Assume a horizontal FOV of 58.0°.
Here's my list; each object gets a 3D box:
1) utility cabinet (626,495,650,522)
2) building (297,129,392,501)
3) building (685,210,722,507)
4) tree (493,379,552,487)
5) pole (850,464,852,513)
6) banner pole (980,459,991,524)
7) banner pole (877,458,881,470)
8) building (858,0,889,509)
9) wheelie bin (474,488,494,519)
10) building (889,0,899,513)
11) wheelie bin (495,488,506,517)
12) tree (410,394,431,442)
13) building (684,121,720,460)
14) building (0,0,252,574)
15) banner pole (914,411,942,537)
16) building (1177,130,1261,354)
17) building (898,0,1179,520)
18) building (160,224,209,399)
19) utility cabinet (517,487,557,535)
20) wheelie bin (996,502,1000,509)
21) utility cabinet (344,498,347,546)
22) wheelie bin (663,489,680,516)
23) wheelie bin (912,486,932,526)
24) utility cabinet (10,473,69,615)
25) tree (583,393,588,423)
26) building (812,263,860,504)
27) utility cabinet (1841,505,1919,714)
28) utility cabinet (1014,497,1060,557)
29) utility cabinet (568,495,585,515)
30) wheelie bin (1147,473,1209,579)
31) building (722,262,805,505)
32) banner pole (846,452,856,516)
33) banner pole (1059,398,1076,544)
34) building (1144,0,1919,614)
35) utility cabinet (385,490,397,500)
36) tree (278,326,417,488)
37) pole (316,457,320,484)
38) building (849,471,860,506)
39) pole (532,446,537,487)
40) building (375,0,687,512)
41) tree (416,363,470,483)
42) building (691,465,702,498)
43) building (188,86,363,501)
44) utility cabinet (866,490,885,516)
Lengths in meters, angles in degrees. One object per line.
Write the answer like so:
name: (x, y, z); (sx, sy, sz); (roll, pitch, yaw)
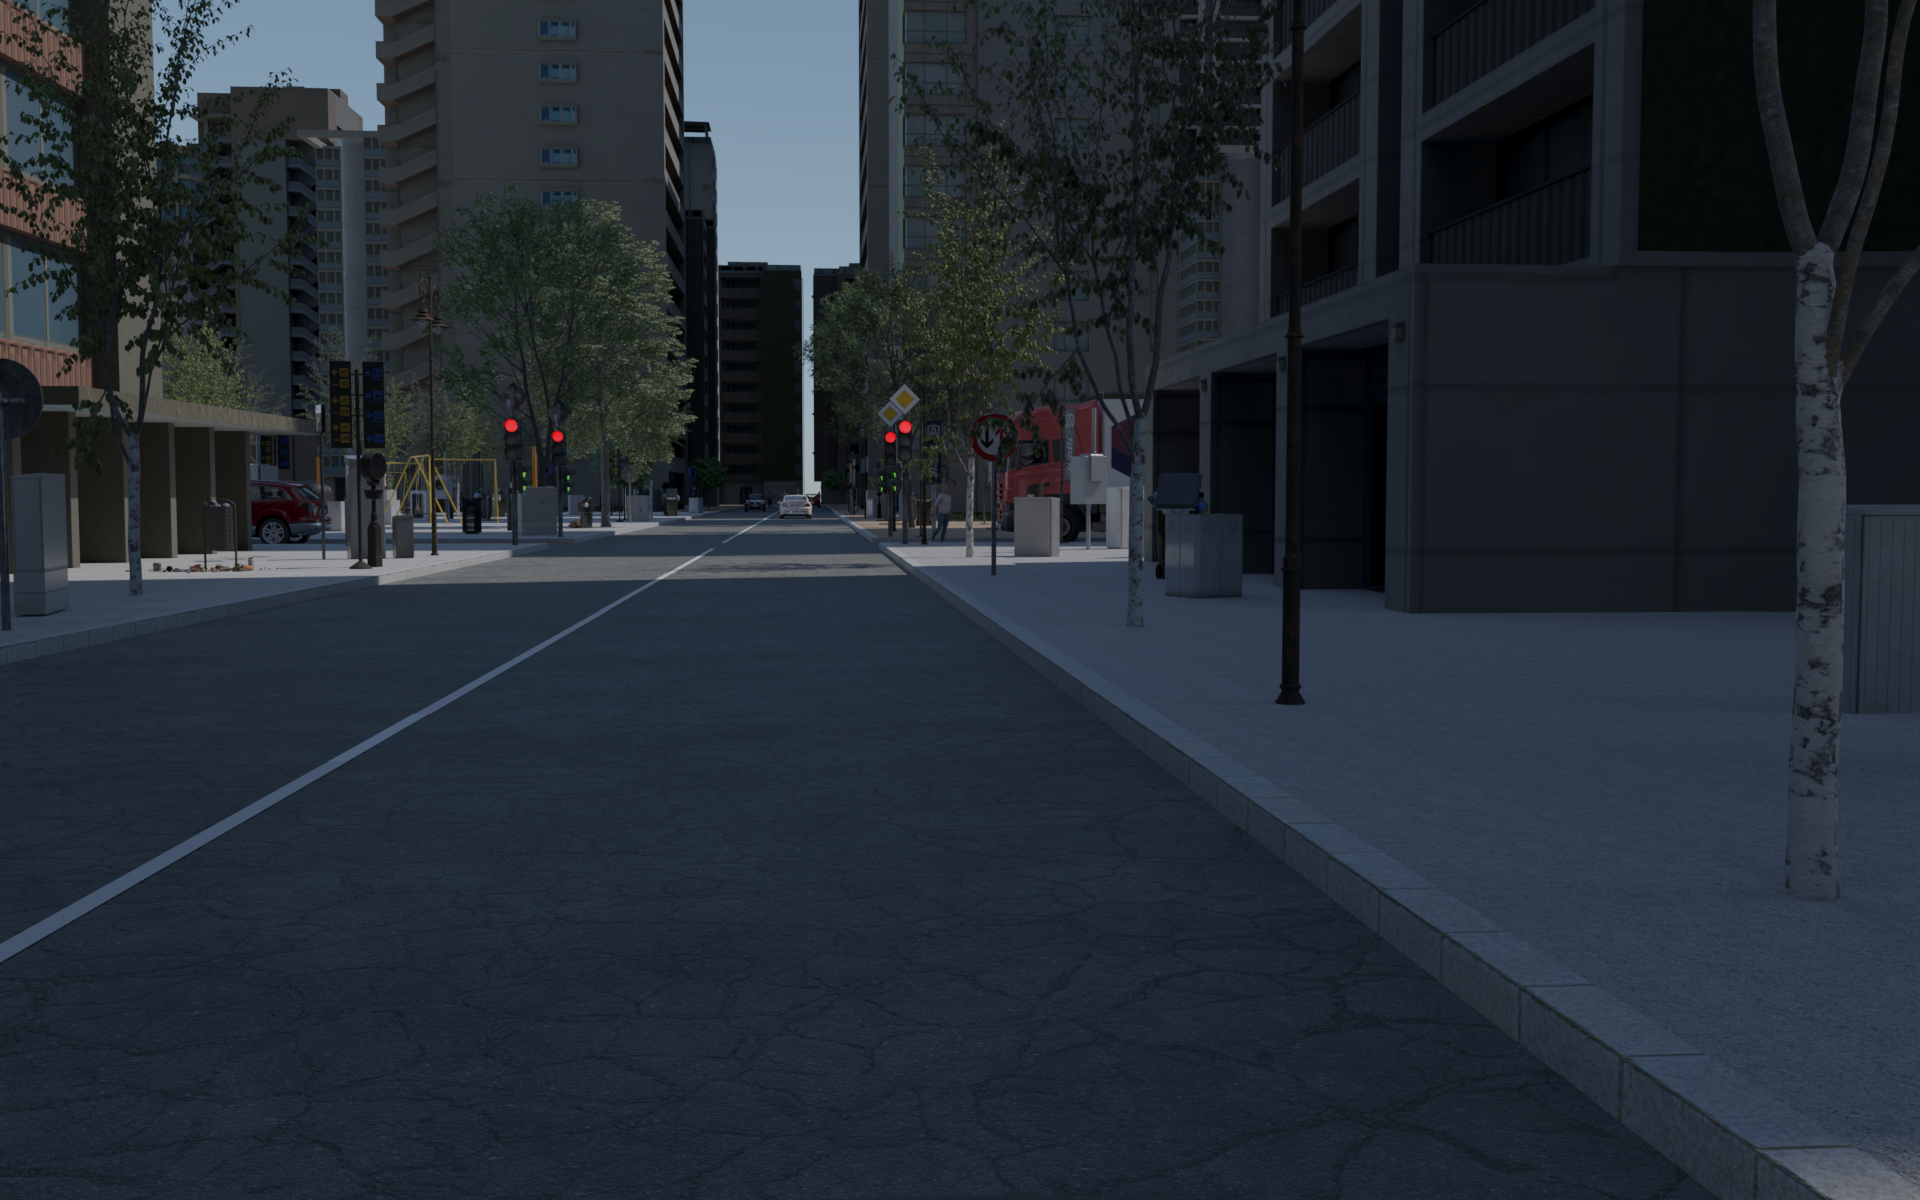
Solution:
utility cabinet: (-15.074, -4.276, 81.072); (1.020, 1.237, 0.306); (0, 4, 8)
building: (-52.398, -29.923, 181.122); (23.993, 40.220, 32.217); (0, 4, -5)
building: (-31.784, -24.623, 174.286); (14.160, 30.474, 14.107); (0, 4, -5)
tree: (-26.507, -9.552, 106.537); (4.360, 8.622, 3.978); (0, 3, 0)
pole: (-7.265, -7.458, 115.787); (0.158, 3.312, 0.155); (0, 3, 0)
banner pole: (1.202, -5.139, 74.037); (0.401, 3.779, 0.863); (-3, 5, -44)
banner pole: (-5.592, -7.945, 119.917); (0.401, 3.779, 0.863); (1, 4, 23)
building: (2.898, -31.499, 138.713); (21.300, 48.544, 21.600); (0, 4, -5)
wheelie bin: (-24.278, -4.903, 88.071); (0.693, 1.594, 0.980); (0, 4, 5)
building: (2.503, -28.446, 115.209); (14.600, 45.320, 14.200); (0, 4, -5)
wheelie bin: (-25.552, -5.390, 96.039); (0.693, 1.594, 0.980); (-2, 4, -35)
tree: (-35.645, -9.618, 107.618); (4.737, 8.622, 4.395); (0, 3, 0)
building: (-33.872, -31.076, 191.692); (14.086, 41.232, 14.154); (0, 4, -5)
building: (-28.743, -22.884, 28.776); (28.867, 44.769, 22.147); (0, 4, -5)
banner pole: (-0.946, -3.781, 51.833); (0.863, 3.779, 0.401); (0, 4, -6)
building: (34.851, -30.365, 188.344); (23.993, 40.220, 32.217); (0, 4, -5)
building: (3.615, -25.055, 93.245); (14.154, 41.232, 14.086); (0, 4, -5)
building: (-87.430, -25.423, 187.367); (14.107, 30.474, 14.160); (0, 4, -5)
utility cabinet: (-13.036, -2.739, 53.461); (1.173, 1.500, 0.318); (-3, 4, -39)
wheelie bin: (1.856, -3.972, 72.848); (0.693, 1.594, 0.980); (1, 4, 13)
utility cabinet: (-15.035, -1.970, 43.364); (0.306, 1.237, 1.020); (0, 4, 8)
wheelie bin: (-16.573, -5.599, 99.452); (0.980, 1.594, 0.693); (0, 4, -5)
wheelie bin: (-1.525, -3.802, 70.063); (0.980, 1.594, 0.693); (-1, 4, -10)
utility cabinet: (-9.893, -0.607, 18.610); (0.318, 1.500, 1.173); (-1, 4, -17)
tree: (-19.273, -9.032, 98.030); (4.737, 8.622, 4.395); (0, 3, 0)
building: (-11.681, -27.395, 219.613); (14.107, 30.474, 14.160); (0, 4, -5)
utility cabinet: (5.691, 0.054, 10.276); (1.020, 1.237, 0.306); (-1, 4, -12)
utility cabinet: (1.585, -1.498, 35.661); (1.020, 1.237, 0.306); (3, 5, 44)
utility cabinet: (-23.451, -5.798, 105.952); (1.020, 1.237, 0.306); (-3, 5, -42)
wheelie bin: (3.315, -1.122, 26.250); (0.980, 1.594, 0.693); (1, 4, 21)
building: (-26.753, -27.321, 218.395); (14.107, 30.474, 14.160); (0, 4, -5)
banner pole: (-6.347, -6.929, 103.298); (0.401, 3.779, 0.863); (-1, 4, -20)
banner pole: (2.752, -3.351, 44.810); (0.401, 3.779, 0.863); (-2, 4, -29)
building: (14.591, -35.691, 21.797); (20.563, 71.187, 20.611); (0, 4, -5)
utility cabinet: (-29.529, -4.946, 89.544); (0.318, 1.500, 1.173); (0, 4, 6)
tree: (-26.628, -7.653, 75.488); (4.360, 8.622, 3.978); (0, 3, 0)
pole: (-35.379, -6.219, 95.530); (0.158, 3.312, 0.155); (0, 3, 0)
building: (-1.824, -45.980, 190.031); (20.563, 71.187, 20.611); (0, 4, -5)
pole: (-18.093, -4.882, 73.669); (0.158, 3.312, 0.155); (0, 3, 0)
building: (-32.944, -31.278, 135.096); (21.300, 48.544, 21.600); (0, 4, -5)
tree: (-30.007, -9.047, 98.277); (4.360, 8.622, 3.978); (0, 3, 0)
building: (-34.009, -43.866, 155.458); (20.563, 71.187, 20.611); (0, 4, -5)
building: (-73.273, -32.867, 187.491); (14.200, 45.320, 14.600); (0, 4, -5)
utility cabinet: (-4.822, -5.577, 99.862); (1.173, 1.500, 0.318); (-1, 4, -20)
